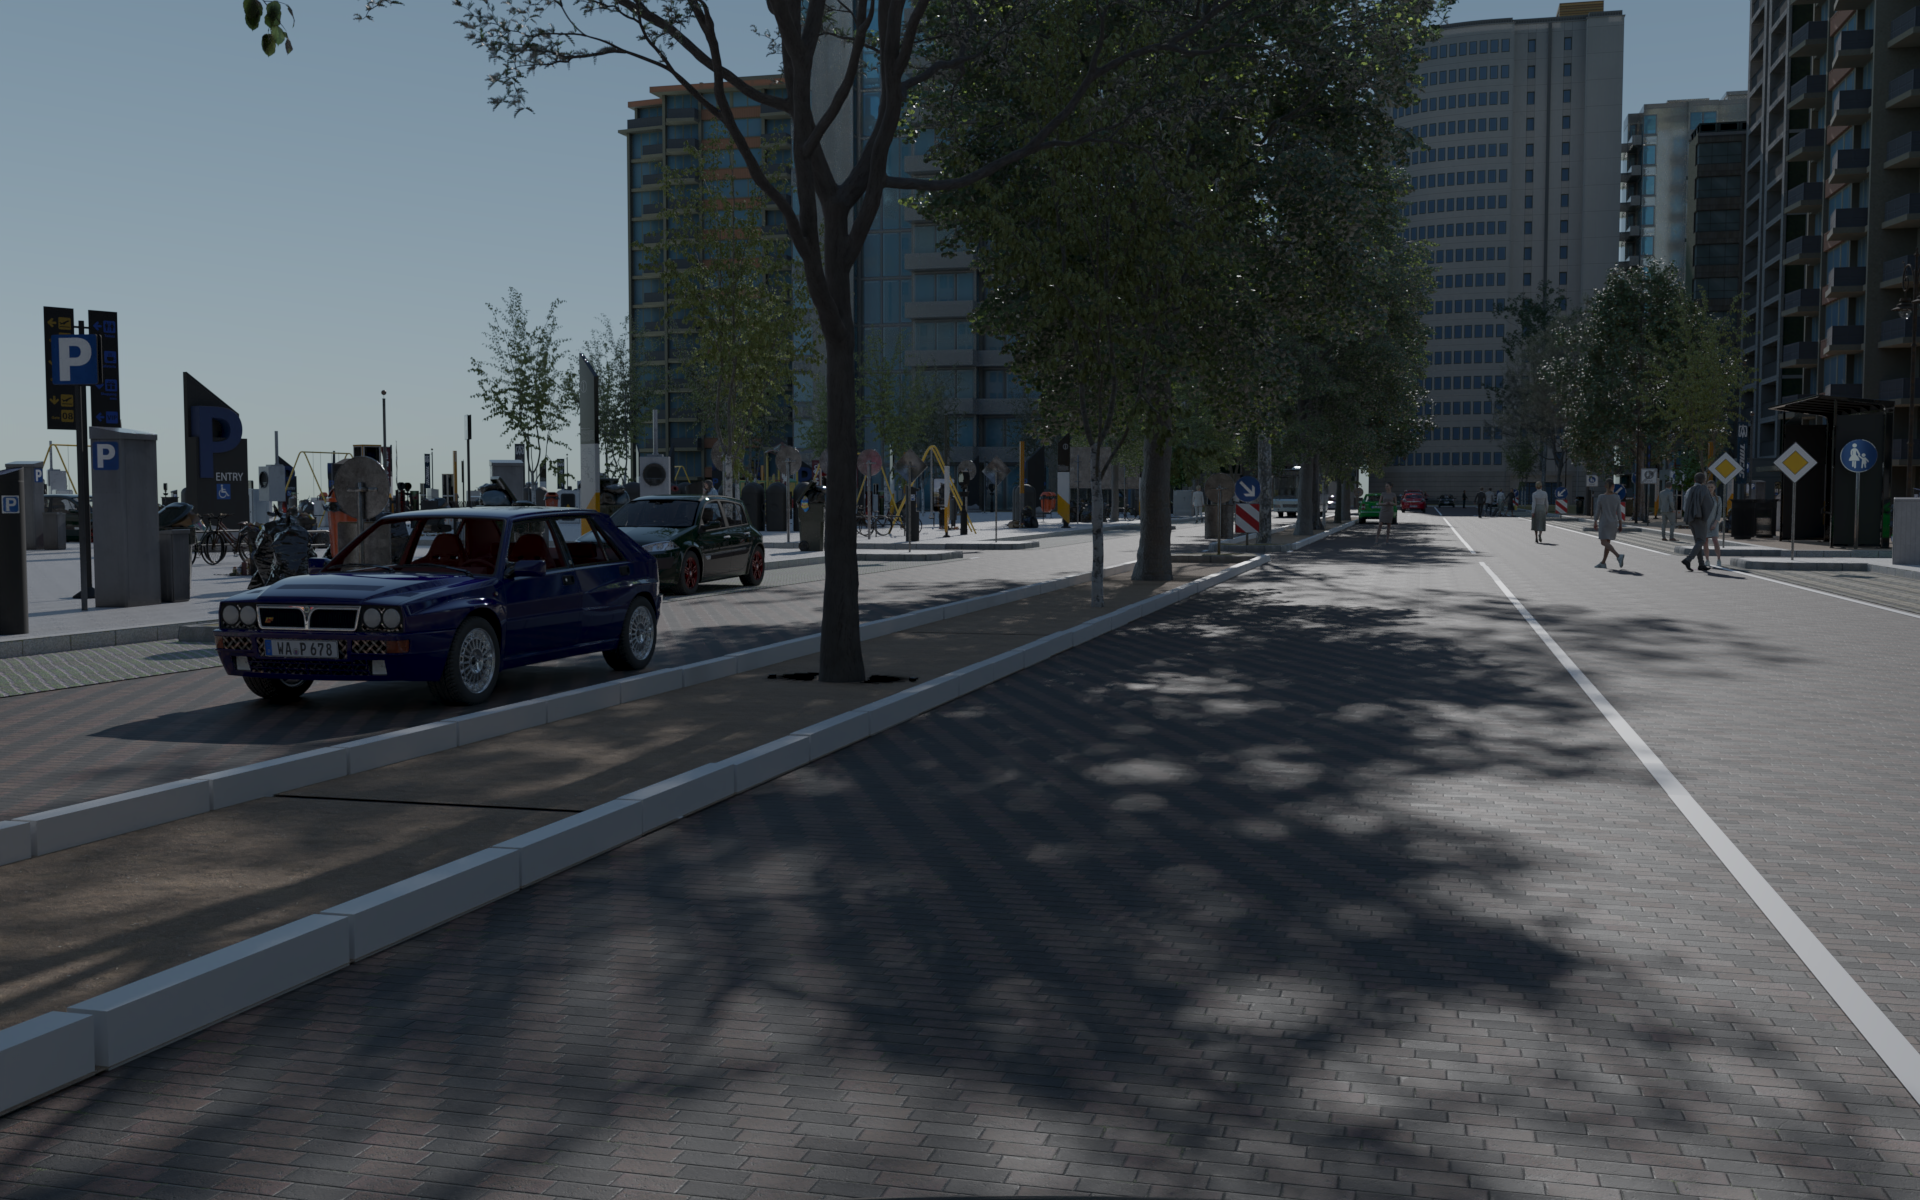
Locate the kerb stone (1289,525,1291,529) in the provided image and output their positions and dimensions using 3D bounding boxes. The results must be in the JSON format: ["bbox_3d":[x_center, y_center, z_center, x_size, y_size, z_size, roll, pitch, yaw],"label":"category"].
[{"bbox_3d":[13.023,-2.872,69.226,0.120,0.150,1.000,1,4,15],"label":"kerb stone"}]

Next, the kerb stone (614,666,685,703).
[{"bbox_3d":[-2.229,0.608,12.258,0.120,0.150,1.000,1,4,15],"label":"kerb stone"}]

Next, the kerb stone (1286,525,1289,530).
[{"bbox_3d":[12.762,-2.816,68.229,0.120,0.150,1.000,1,4,15],"label":"kerb stone"}]

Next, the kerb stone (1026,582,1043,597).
[{"bbox_3d":[0.951,-0.119,24.136,0.120,0.150,1.000,1,4,15],"label":"kerb stone"}]

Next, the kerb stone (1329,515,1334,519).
[{"bbox_3d":[21.756,-4.872,101.892,0.120,0.150,1.000,1,4,15],"label":"kerb stone"}]

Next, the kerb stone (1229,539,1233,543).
[{"bbox_3d":[7.459,-1.603,48.435,0.120,0.150,1.000,1,4,15],"label":"kerb stone"}]

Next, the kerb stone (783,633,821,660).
[{"bbox_3d":[-1.436,0.426,15.231,0.120,0.150,1.000,1,4,15],"label":"kerb stone"}]

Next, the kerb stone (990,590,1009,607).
[{"bbox_3d":[0.422,0.009,22.151,0.120,0.150,1.000,1,4,15],"label":"kerb stone"}]

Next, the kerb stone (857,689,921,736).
[{"bbox_3d":[-0.454,0.701,10.737,0.120,0.150,1.000,1,4,15],"label":"kerb stone"}]

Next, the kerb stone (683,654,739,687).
[{"bbox_3d":[-1.957,0.554,13.248,0.120,0.150,1.000,1,4,15],"label":"kerb stone"}]

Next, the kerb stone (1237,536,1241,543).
[{"bbox_3d":[7.982,-1.726,50.412,0.120,0.150,1.000,1,4,15],"label":"kerb stone"}]

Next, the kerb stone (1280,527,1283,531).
[{"bbox_3d":[11.958,-2.634,65.266,0.120,0.150,1.000,1,4,15],"label":"kerb stone"}]

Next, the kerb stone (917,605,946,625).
[{"bbox_3d":[-0.378,0.184,19.190,0.120,0.150,1.000,1,4,15],"label":"kerb stone"}]

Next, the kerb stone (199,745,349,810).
[{"bbox_3d":[-3.290,0.853,8.294,0.120,0.150,1.000,1,4,15],"label":"kerb stone"}]

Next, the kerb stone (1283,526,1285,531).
[{"bbox_3d":[12.219,-2.693,66.257,0.120,0.150,1.000,1,4,15],"label":"kerb stone"}]

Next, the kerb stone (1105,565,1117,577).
[{"bbox_3d":[2.541,-0.482,30.078,0.120,0.150,1.000,1,4,15],"label":"kerb stone"}]

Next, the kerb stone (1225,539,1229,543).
[{"bbox_3d":[7.193,-1.540,47.445,0.120,0.150,1.000,1,4,15],"label":"kerb stone"}]

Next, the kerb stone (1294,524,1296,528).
[{"bbox_3d":[13.815,-3.049,72.203,0.120,0.150,1.000,1,4,15],"label":"kerb stone"}]

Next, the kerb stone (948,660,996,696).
[{"bbox_3d":[0.068,0.580,12.714,0.120,0.150,1.000,1,4,15],"label":"kerb stone"}]

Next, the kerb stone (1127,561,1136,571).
[{"bbox_3d":[3.074,-0.603,32.069,0.120,0.150,1.000,1,4,15],"label":"kerb stone"}]

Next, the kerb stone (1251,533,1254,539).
[{"bbox_3d":[9.037,-1.966,54.371,0.120,0.150,1.000,1,4,15],"label":"kerb stone"}]

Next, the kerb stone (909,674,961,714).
[{"bbox_3d":[-0.198,0.642,11.727,0.120,0.150,1.000,1,4,15],"label":"kerb stone"}]

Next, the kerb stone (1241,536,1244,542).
[{"bbox_3d":[8.249,-1.787,51.406,0.120,0.150,1.000,1,4,15],"label":"kerb stone"}]

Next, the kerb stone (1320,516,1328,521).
[{"bbox_3d":[20.171,-4.511,95.951,0.120,0.150,1.000,1,4,15],"label":"kerb stone"}]

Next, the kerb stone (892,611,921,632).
[{"bbox_3d":[-0.636,0.250,18.201,0.120,0.150,1.000,1,4,15],"label":"kerb stone"}]

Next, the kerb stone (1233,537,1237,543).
[{"bbox_3d":[7.714,-1.665,49.425,0.120,0.150,1.000,1,4,15],"label":"kerb stone"}]

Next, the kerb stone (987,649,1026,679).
[{"bbox_3d":[0.331,0.524,13.708,0.120,0.150,1.000,1,4,15],"label":"kerb stone"}]

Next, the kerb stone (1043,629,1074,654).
[{"bbox_3d":[0.857,0.398,15.695,0.120,0.150,1.000,1,4,15],"label":"kerb stone"}]

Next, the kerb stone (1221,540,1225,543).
[{"bbox_3d":[6.927,-1.479,46.448,0.120,0.150,1.000,1,4,15],"label":"kerb stone"}]

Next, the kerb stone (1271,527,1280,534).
[{"bbox_3d":[11.695,-2.574,64.278,0.120,0.150,1.000,1,4,15],"label":"kerb stone"}]

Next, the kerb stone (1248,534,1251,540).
[{"bbox_3d":[8.779,-1.907,53.381,0.120,0.150,1.000,1,4,15],"label":"kerb stone"}]

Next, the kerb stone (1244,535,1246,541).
[{"bbox_3d":[8.514,-1.847,52.393,0.120,0.150,1.000,1,4,15],"label":"kerb stone"}]

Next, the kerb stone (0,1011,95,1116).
[{"bbox_3d":[-2.322,1.125,3.803,0.120,0.150,1.000,1,4,15],"label":"kerb stone"}]

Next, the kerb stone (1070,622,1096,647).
[{"bbox_3d":[1.135,0.344,16.682,0.120,0.150,1.000,1,4,15],"label":"kerb stone"}]

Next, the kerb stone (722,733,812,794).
[{"bbox_3d":[-0.991,0.830,8.756,0.120,0.150,1.000,1,4,15],"label":"kerb stone"}]

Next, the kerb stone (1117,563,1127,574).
[{"bbox_3d":[2.812,-0.543,31.080,0.120,0.150,1.000,1,4,15],"label":"kerb stone"}]

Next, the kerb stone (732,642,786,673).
[{"bbox_3d":[-1.691,0.486,14.242,0.120,0.150,1.000,1,4,15],"label":"kerb stone"}]

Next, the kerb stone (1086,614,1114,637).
[{"bbox_3d":[1.397,0.277,17.672,0.120,0.150,1.000,1,4,15],"label":"kerb stone"}]

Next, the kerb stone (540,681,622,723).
[{"bbox_3d":[-2.491,0.669,11.262,0.120,0.150,1.000,1,4,15],"label":"kerb stone"}]

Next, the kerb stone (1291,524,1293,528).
[{"bbox_3d":[13.283,-2.933,70.220,0.120,0.150,1.000,1,4,15],"label":"kerb stone"}]

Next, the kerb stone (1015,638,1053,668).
[{"bbox_3d":[0.603,0.459,14.693,0.120,0.150,1.000,1,4,15],"label":"kerb stone"}]

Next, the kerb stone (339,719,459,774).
[{"bbox_3d":[-3.020,0.792,9.280,0.120,0.150,1.000,1,4,15],"label":"kerb stone"}]

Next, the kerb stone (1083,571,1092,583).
[{"bbox_3d":[2.007,-0.361,28.105,0.120,0.150,1.000,1,4,15],"label":"kerb stone"}]

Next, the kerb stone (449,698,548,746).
[{"bbox_3d":[-2.756,0.729,10.275,0.120,0.150,1.000,1,4,15],"label":"kerb stone"}]

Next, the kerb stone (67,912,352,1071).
[{"bbox_3d":[-2.044,1.064,4.796,0.120,0.150,1.000,1,4,15],"label":"kerb stone"}]

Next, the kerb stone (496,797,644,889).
[{"bbox_3d":[-1.518,0.943,6.779,0.120,0.150,1.000,1,4,15],"label":"kerb stone"}]

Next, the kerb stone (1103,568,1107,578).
[{"bbox_3d":[2.275,-0.417,29.092,0.120,0.150,1.000,1,4,15],"label":"kerb stone"}]

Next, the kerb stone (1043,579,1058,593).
[{"bbox_3d":[1.217,-0.179,25.126,0.120,0.150,1.000,1,4,15],"label":"kerb stone"}]

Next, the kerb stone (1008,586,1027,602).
[{"bbox_3d":[0.687,-0.058,23.143,0.120,0.150,1.000,1,4,15],"label":"kerb stone"}]

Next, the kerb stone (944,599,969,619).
[{"bbox_3d":[-0.104,0.124,20.174,0.120,0.150,1.000,1,4,15],"label":"kerb stone"}]

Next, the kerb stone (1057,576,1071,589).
[{"bbox_3d":[1.482,-0.239,26.120,0.120,0.150,1.000,1,4,15],"label":"kerb stone"}]

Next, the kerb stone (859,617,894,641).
[{"bbox_3d":[-0.890,0.305,17.205,0.120,0.150,1.000,1,4,15],"label":"kerb stone"}]

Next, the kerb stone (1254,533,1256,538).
[{"bbox_3d":[9.304,-2.026,55.357,0.120,0.150,1.000,1,4,15],"label":"kerb stone"}]

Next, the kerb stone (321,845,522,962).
[{"bbox_3d":[-1.780,1.004,5.791,0.120,0.150,1.000,1,4,15],"label":"kerb stone"}]

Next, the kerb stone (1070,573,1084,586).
[{"bbox_3d":[1.746,-0.301,27.117,0.120,0.150,1.000,1,4,15],"label":"kerb stone"}]

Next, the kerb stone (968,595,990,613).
[{"bbox_3d":[0.160,0.063,21.162,0.120,0.150,1.000,1,4,15],"label":"kerb stone"}]

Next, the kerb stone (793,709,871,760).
[{"bbox_3d":[-0.726,0.763,9.752,0.120,0.150,1.000,1,4,15],"label":"kerb stone"}]

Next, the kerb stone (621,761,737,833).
[{"bbox_3d":[-1.261,0.882,7.770,0.120,0.150,1.000,1,4,15],"label":"kerb stone"}]

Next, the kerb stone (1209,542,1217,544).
[{"bbox_3d":[6.659,-1.423,45.459,0.120,0.150,1.000,1,4,15],"label":"kerb stone"}]
